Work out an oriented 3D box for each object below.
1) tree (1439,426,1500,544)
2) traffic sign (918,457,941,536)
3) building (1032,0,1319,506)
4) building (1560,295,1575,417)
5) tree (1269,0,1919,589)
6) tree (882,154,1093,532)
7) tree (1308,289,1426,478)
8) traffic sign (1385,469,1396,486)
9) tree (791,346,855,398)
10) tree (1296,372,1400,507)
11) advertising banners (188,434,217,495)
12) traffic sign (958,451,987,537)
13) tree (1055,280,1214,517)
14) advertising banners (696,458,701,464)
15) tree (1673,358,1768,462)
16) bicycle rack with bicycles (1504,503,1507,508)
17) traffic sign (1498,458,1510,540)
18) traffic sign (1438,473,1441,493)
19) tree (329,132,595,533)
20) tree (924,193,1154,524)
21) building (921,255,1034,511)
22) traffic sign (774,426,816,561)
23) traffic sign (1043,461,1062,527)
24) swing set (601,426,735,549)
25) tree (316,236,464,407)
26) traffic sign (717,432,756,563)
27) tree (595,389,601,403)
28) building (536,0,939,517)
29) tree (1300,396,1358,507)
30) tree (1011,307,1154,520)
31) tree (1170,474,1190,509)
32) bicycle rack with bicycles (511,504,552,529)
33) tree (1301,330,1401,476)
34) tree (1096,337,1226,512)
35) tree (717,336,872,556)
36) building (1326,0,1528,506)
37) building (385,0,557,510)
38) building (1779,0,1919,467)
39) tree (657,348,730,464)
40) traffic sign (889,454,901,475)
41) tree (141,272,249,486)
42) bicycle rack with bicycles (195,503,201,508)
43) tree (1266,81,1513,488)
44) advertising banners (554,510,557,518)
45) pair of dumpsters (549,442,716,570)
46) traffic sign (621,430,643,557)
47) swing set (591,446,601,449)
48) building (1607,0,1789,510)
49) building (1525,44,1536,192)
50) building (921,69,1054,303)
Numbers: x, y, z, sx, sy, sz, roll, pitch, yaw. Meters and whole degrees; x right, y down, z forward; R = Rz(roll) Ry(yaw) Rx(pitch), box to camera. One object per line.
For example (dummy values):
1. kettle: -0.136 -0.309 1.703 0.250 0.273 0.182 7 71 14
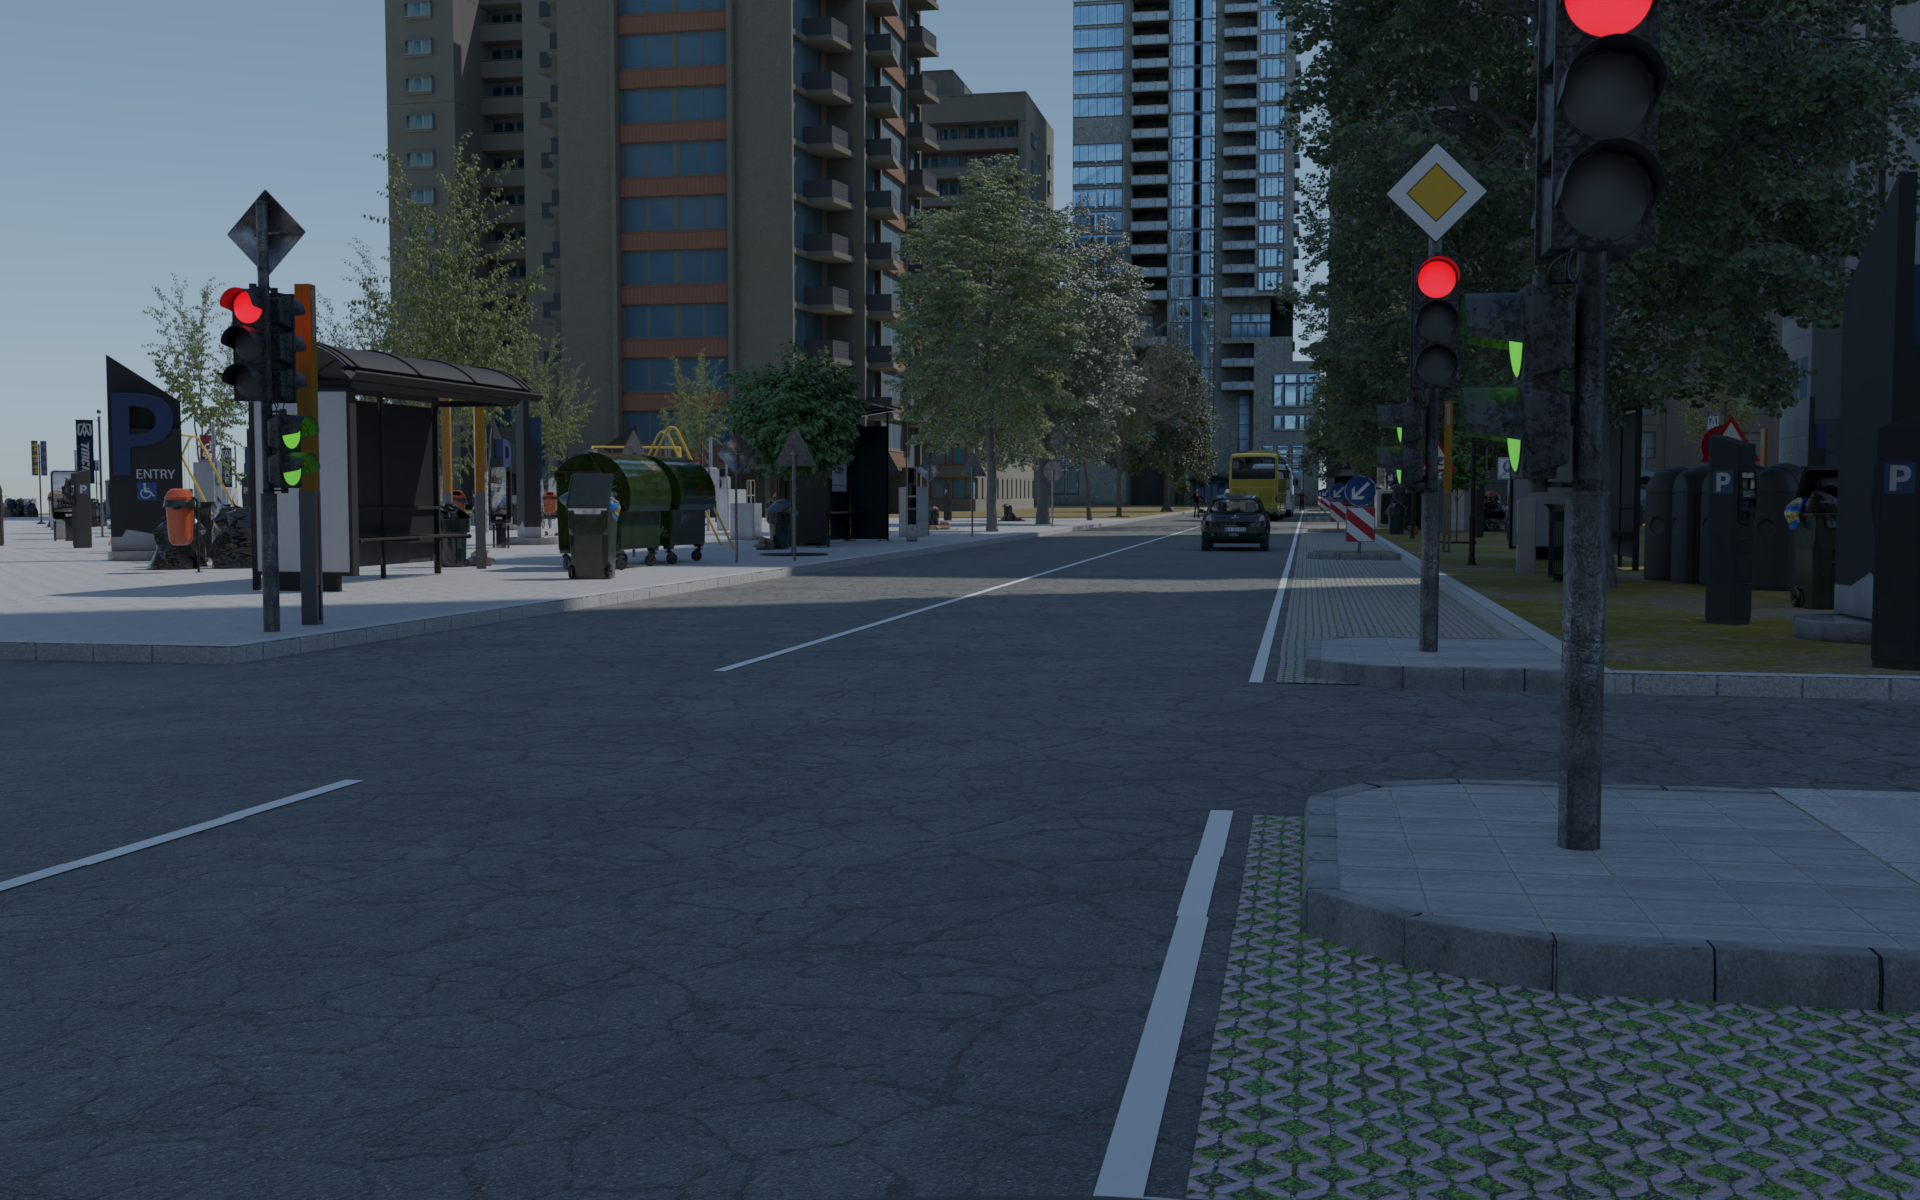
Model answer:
1. tree: 12.906 -3.089 45.115 1.663 3.219 1.824 0 3 0
2. traffic sign: -0.969 -3.192 53.377 0.795 2.450 0.064 1 4 13
3. building: 25.070 -53.976 195.171 31.000 86.520 22.319 1 4 11
4. building: 55.060 -28.990 128.605 22.147 44.769 28.867 1 4 11
5. tree: 8.674 -7.131 23.240 9.857 13.997 8.962 0 3 0
6. tree: 0.843 -8.573 58.292 7.486 12.596 7.792 0 3 0
7. tree: 22.772 -10.732 93.603 7.486 12.596 7.792 0 3 0
8. traffic sign: 21.430 -5.297 86.710 0.768 2.556 0.104 1 4 18
9. tree: -7.254 -8.240 85.091 4.737 8.622 4.395 0 3 0
10. tree: 28.652 -12.596 122.952 9.611 12.733 9.660 0 3 0
11. advertising banners: -22.579 -3.313 50.351 0.090 3.025 2.074 3 5 41
12. traffic sign: 0.369 -3.191 52.180 0.884 2.594 0.081 1 4 17
13. tree: 8.911 -11.405 96.848 12.009 13.543 11.850 0 3 0
14. advertising banners: -13.376 -5.386 84.241 0.090 3.025 2.074 3 5 42
15. tree: 36.074 -8.054 82.052 4.737 8.622 4.395 0 3 0
16. bicycle rack with bicycles: 26.545 -4.256 82.970 2.925 0.926 2.852 2 4 26
17. traffic sign: 15.407 -2.845 48.646 0.606 2.300 0.079 1 4 13
18. traffic sign: 13.719 -2.912 49.741 0.606 2.300 0.079 1 4 19
19. tree: -10.721 -5.242 36.067 4.737 8.622 4.395 0 3 0
20. tree: 3.437 -10.216 73.681 9.857 13.997 8.962 0 3 0
21. building: -10.293 -18.275 143.837 28.899 21.520 27.650 1 4 11
22. traffic sign: -3.171 -2.027 33.144 0.884 2.594 0.081 1 4 20
23. traffic sign: 3.588 -4.102 67.166 0.768 2.556 0.104 1 4 20
24. swing set: -7.000 -2.682 41.465 2.862 2.851 3.119 -1 4 -14
25. tree: -16.067 -6.011 48.637 4.360 8.622 3.978 0 3 0
26. traffic sign: -4.180 -1.908 32.377 0.795 2.450 0.064 1 4 18
27. tree: -18.623 -7.804 77.957 4.737 8.622 4.395 0 3 0
28. building: -13.645 -27.752 108.366 22.147 44.769 28.867 1 4 11
29. tree: 35.059 -14.861 153.348 12.009 13.543 11.850 0 3 0
30. tree: 6.052 -9.183 84.553 7.601 10.594 8.767 2 4 31
31. tree: 18.867 -9.493 149.804 1.663 3.219 1.824 0 3 0
32. bicycle rack with bicycles: -16.364 -3.139 64.700 2.852 0.926 2.925 -1 4 -10
33. tree: 24.206 -10.844 103.061 9.928 11.665 9.643 0 3 0
34. tree: 14.975 -12.769 125.775 9.611 12.733 9.660 0 3 0
35. tree: -3.431 -3.216 36.294 4.285 4.588 4.351 0 3 0
36. building: 51.034 -45.965 189.786 20.611 71.187 20.563 1 4 11
37. building: -34.578 -32.209 150.314 21.600 48.544 21.300 1 4 11
38. building: 41.074 -31.700 60.302 21.231 58.520 28.212 1 4 11
39. tree: -13.605 -8.421 88.048 4.737 8.622 4.395 0 3 0
40. traffic sign: -2.097 -2.990 48.886 0.884 2.594 0.081 1 4 14
41. tree: -25.284 -6.595 58.193 4.737 8.622 4.395 0 3 0
42. bicycle rack with bicycles: -30.324 -3.339 67.974 2.925 0.926 2.852 2 4 30
43. tree: 19.843 -13.543 77.311 12.611 20.169 13.585 0 3 0
44. advertising banners: -22.710 -6.002 94.320 2.074 3.025 0.090 -1 4 -9
45. pair of dumpsters: -5.837 -1.754 31.164 1.574 2.255 4.437 1 4 11
46. traffic sign: -6.653 -2.156 35.253 0.884 2.594 0.081 1 4 21
47. swing set: -10.702 -3.612 56.680 3.119 2.851 2.862 -1 4 -14
48. building: 46.747 -25.985 108.454 14.154 41.232 14.086 1 4 11
49. building: 76.103 -36.733 189.828 27.495 52.752 28.713 1 4 11
50. building: -1.019 -35.368 201.963 21.600 48.544 21.300 1 4 11
